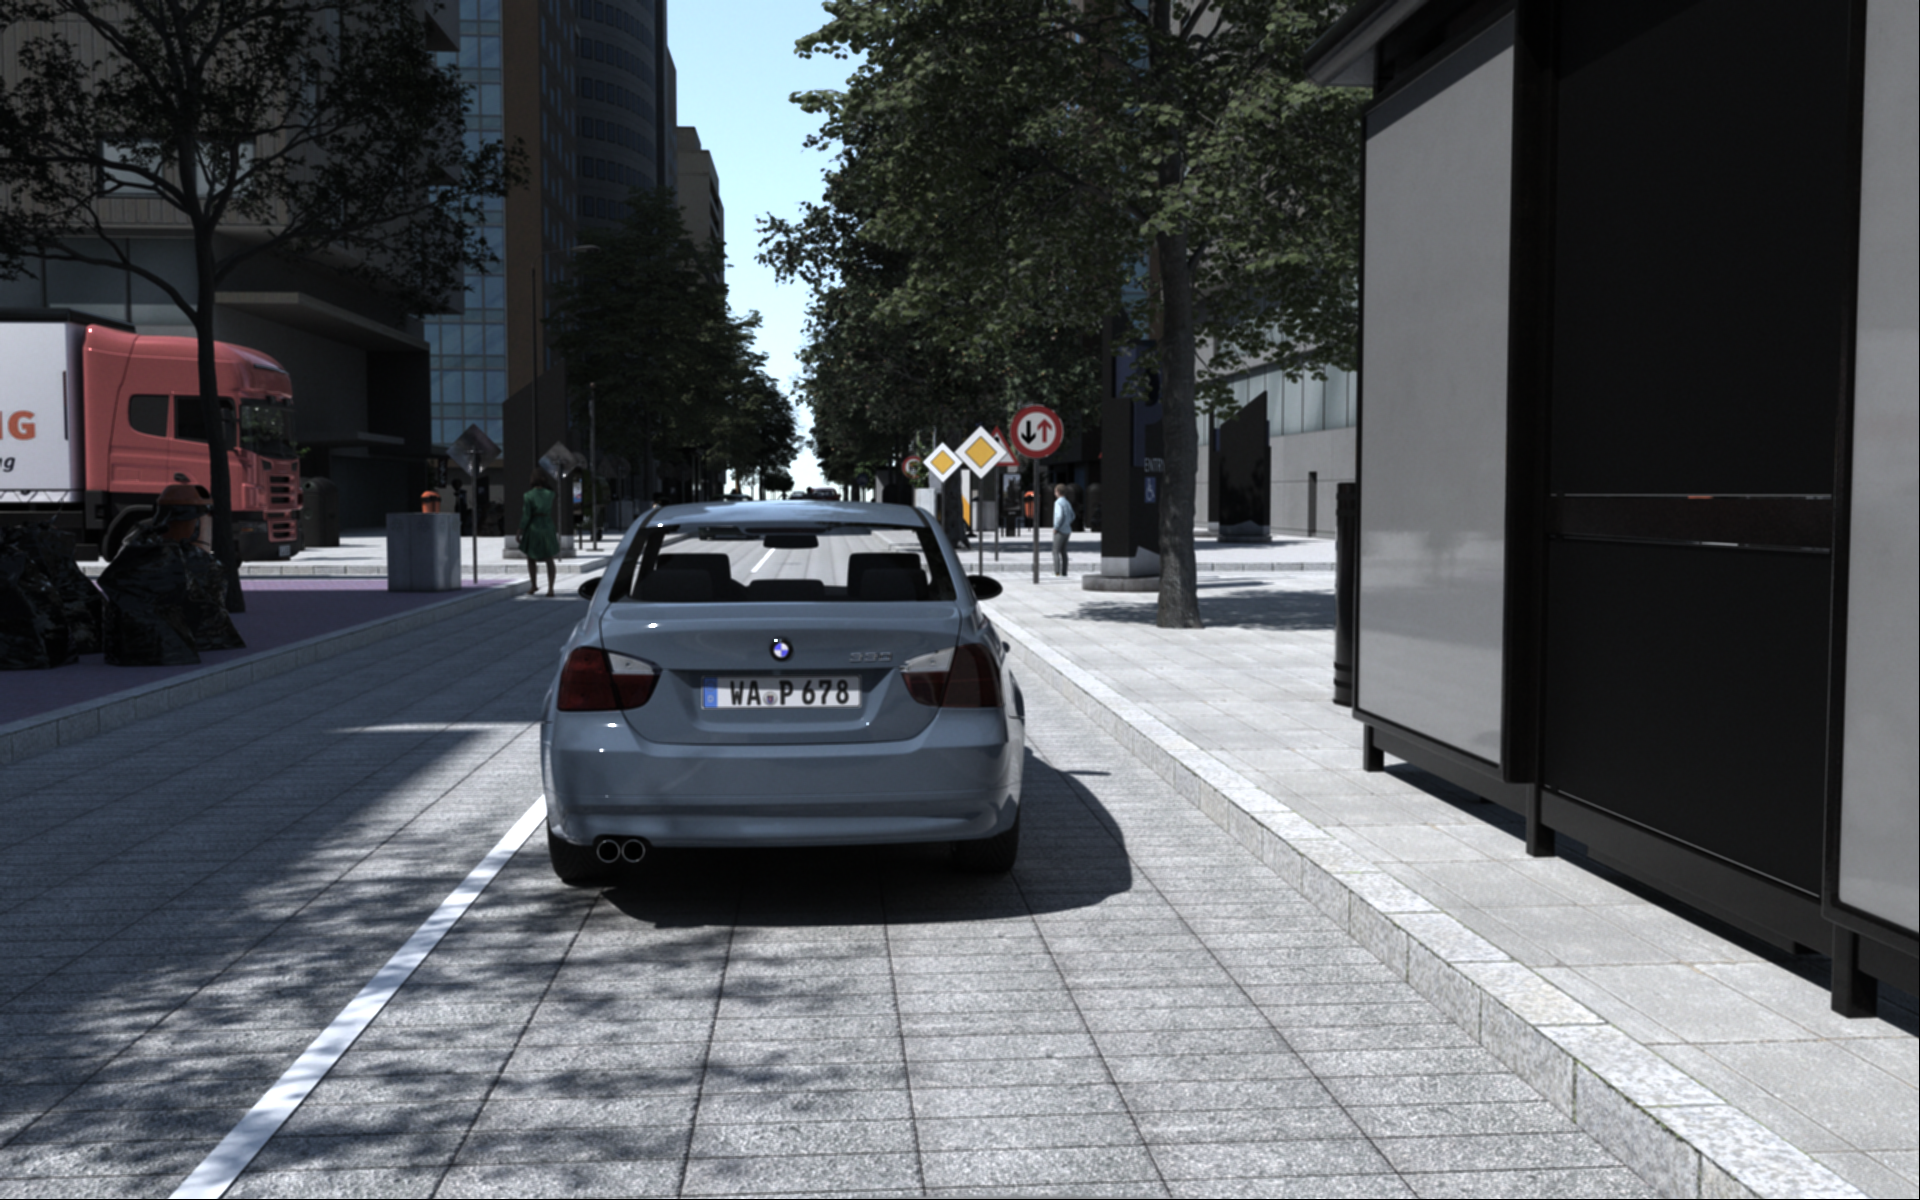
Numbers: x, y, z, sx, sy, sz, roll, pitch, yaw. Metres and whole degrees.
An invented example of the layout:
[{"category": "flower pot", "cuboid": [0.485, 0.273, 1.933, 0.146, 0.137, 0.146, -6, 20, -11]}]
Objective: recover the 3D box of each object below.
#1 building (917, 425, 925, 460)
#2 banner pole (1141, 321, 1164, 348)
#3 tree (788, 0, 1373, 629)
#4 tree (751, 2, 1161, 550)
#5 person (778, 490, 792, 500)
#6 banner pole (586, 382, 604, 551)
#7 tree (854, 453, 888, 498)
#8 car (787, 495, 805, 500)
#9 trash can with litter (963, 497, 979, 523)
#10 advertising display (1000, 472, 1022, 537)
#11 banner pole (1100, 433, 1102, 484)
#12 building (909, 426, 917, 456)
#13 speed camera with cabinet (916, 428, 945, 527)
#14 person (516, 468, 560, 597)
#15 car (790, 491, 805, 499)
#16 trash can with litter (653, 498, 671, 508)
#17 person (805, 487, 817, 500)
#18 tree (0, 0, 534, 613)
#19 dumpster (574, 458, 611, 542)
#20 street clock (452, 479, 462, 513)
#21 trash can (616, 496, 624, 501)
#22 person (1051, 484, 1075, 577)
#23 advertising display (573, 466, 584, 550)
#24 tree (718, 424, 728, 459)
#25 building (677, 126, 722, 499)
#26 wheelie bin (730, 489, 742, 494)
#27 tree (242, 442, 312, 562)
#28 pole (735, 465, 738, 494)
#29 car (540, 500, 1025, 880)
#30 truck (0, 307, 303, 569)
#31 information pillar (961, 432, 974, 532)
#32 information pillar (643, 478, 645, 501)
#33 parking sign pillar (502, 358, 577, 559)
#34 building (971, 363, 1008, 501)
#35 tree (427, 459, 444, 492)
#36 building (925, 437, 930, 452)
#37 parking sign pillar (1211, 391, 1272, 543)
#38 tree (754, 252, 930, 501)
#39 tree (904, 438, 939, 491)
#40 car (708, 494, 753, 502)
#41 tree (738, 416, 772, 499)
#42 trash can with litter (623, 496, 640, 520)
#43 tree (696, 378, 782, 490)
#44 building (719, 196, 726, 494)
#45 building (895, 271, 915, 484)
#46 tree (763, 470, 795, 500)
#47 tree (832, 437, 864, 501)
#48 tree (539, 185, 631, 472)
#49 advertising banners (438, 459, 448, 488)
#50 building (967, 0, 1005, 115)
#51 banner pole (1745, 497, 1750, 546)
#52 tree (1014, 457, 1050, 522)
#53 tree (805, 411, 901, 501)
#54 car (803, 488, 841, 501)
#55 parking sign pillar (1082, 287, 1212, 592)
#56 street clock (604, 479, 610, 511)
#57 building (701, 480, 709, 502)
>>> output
[{"category": "building", "cuboid": [1.700, -32.134, 208.981, 14.154, 41.232, 14.086, 0, 4, -5]}, {"category": "banner pole", "cuboid": [2.723, -2.124, 24.741, 0.863, 3.779, 0.401, 0, 4, -4]}, {"category": "tree", "cuboid": [1.800, -5.988, 16.037, 7.486, 12.596, 7.792, 0, 3, 0]}, {"category": "tree", "cuboid": [-0.106, -7.515, 39.873, 9.611, 12.733, 9.660, 0, 3, 0]}, {"category": "person", "cuboid": [-13.687, -7.697, 135.126, 1.217, 1.735, 0.721, 1, 4, 15]}, {"category": "banner pole", "cuboid": [-8.211, -2.977, 38.694, 0.401, 3.779, 0.863, 0, 4, -4]}, {"category": "tree", "cuboid": [-6.639, -9.105, 132.577, 4.285, 4.588, 4.351, 0, 3, 0]}, {"category": "car", "cuboid": [-16.370, -9.848, 173.594, 1.945, 1.354, 3.894, 0, 4, -4]}, {"category": "trash can with litter", "cuboid": [0.474, -4.032, 77.314, 1.055, 1.170, 0.624, -2, 4, -33]}, {"category": "advertising display", "cuboid": [1.523, -2.865, 52.063, 0.123, 1.923, 0.974, 3, 4, 37]}, {"category": "banner pole", "cuboid": [5.902, -4.994, 71.676, 0.401, 3.779, 0.863, 1, 4, 22]}, {"category": "building", "cuboid": [4.362, -37.409, 231.252, 23.786, 49.044, 30.456, 0, 4, -5]}, {"category": "speed camera with cabinet", "cuboid": [-0.719, -3.397, 49.883, 0.660, 3.252, 2.038, 1, 4, 14]}, {"category": "person", "cuboid": [-5.877, -0.946, 24.217, 0.600, 1.795, 0.529, -3, 5, -45]}, {"category": "car", "cuboid": [-20.810, -13.153, 223.717, 2.281, 1.827, 5.304, 0, 4, -6]}, {"category": "trash can with litter", "cuboid": [-9.554, -2.666, 54.971, 0.624, 1.170, 1.055, -2, 4, -24]}, {"category": "person", "cuboid": [-7.155, -4.589, 83.895, 0.716, 1.782, 0.532, 2, 4, 28]}, {"category": "tree", "cuboid": [-8.236, -5.135, 18.372, 7.601, 10.594, 8.767, -1, 4, -20]}, {"category": "dumpster", "cuboid": [-10.339, -2.721, 46.982, 1.502, 2.255, 1.985, 0, 4, -4]}, {"category": "street clock", "cuboid": [-23.988, -4.773, 82.606, 0.358, 2.002, 0.471, 2, 4, 25]}, {"category": "trash can", "cuboid": [-20.329, -5.654, 104.095, 0.748, 1.137, 0.748, 0, 3, 0]}, {"category": "person", "cuboid": [1.690, -1.138, 28.925, 0.330, 1.601, 0.589, 3, 5, 40]}, {"category": "advertising display", "cuboid": [-9.140, -2.113, 39.760, 0.974, 1.923, 0.123, -2, 4, -25]}, {"category": "tree", "cuboid": [-20.690, -16.646, 182.535, 12.009, 13.543, 11.850, 0, 3, 0]}, {"category": "building", "cuboid": [-43.341, -37.156, 231.199, 21.300, 48.544, 21.600, 0, 4, -5]}, {"category": "wheelie bin", "cuboid": [-13.782, -6.044, 106.732, 0.980, 1.594, 0.693, 2, 4, 30]}, {"category": "tree", "cuboid": [-13.546, -2.372, 33.377, 1.663, 3.219, 1.824, 0, 3, 0]}, {"category": "pole", "cuboid": [-12.853, -6.481, 99.812, 0.158, 3.312, 0.155, 0, 3, 0]}, {"category": "car", "cuboid": [-0.758, 0.259, 7.775, 2.014, 1.417, 4.499, 0, 4, -5]}, {"category": "truck", "cuboid": [-15.689, -2.340, 27.167, 11.283, 4.237, 2.839, 0, 4, -3]}, {"category": "information pillar", "cuboid": [0.229, -4.110, 58.555, 0.183, 3.616, 0.504, -3, 4, -39]}, {"category": "information pillar", "cuboid": [-14.126, -4.504, 78.140, 0.304, 2.012, 0.304, 0, 4, 1]}, {"category": "parking sign pillar", "cuboid": [-8.418, -2.819, 34.565, 1.447, 3.967, 1.447, 0, 4, 6]}, {"category": "building", "cuboid": [12.023, -49.663, 124.662, 22.319, 86.520, 31.000, 0, 4, -5]}, {"category": "tree", "cuboid": [-24.054, -5.115, 78.230, 1.663, 3.219, 1.824, 0, 3, 0]}, {"category": "building", "cuboid": [4.361, -29.727, 169.636, 14.154, 41.232, 14.086, 0, 4, -5]}, {"category": "parking sign pillar", "cuboid": [7.526, -3.501, 45.721, 1.447, 3.967, 1.447, 3, 4, 36]}, {"category": "tree", "cuboid": [-3.392, -10.692, 85.187, 12.009, 13.543, 11.850, 0, 3, 0]}, {"category": "tree", "cuboid": [-0.792, -3.610, 53.627, 1.663, 3.219, 1.824, 0, 3, 0]}, {"category": "car", "cuboid": [-7.308, -2.769, 55.065, 2.009, 1.686, 4.222, 0, 4, -3]}, {"category": "tree", "cuboid": [-18.276, -12.249, 150.626, 4.360, 8.622, 3.978, 0, 3, 0]}, {"category": "trash can with litter", "cuboid": [-16.043, -4.500, 84.963, 1.055, 1.170, 0.624, 2, 4, 33]}, {"category": "tree", "cuboid": [-16.857, -11.995, 130.537, 7.601, 10.594, 8.767, 1, 4, 10]}, {"category": "building", "cuboid": [-41.155, -36.653, 249.394, 14.600, 45.320, 14.200, 0, 4, -5]}, {"category": "building", "cuboid": [1.365, -38.760, 257.422, 21.300, 48.544, 21.600, 0, 4, -5]}, {"category": "tree", "cuboid": [-26.667, -17.115, 263.541, 4.285, 4.588, 4.351, 0, 3, 0]}, {"category": "tree", "cuboid": [-10.529, -13.670, 173.869, 4.737, 8.622, 4.395, 0, 3, 0]}, {"category": "tree", "cuboid": [-11.508, -8.898, 63.602, 7.486, 12.596, 7.792, 0, 3, 0]}, {"category": "advertising banners", "cuboid": [-24.509, -5.117, 79.855, 2.074, 3.025, 0.090, 1, 4, 13]}, {"category": "building", "cuboid": [9.551, -32.309, 151.959, 21.300, 48.544, 21.600, 0, 4, -5]}, {"category": "banner pole", "cuboid": [15.960, -2.764, 35.208, 0.401, 3.779, 0.863, 0, 4, 5]}, {"category": "tree", "cuboid": [3.243, -5.221, 79.967, 1.663, 3.219, 1.824, 0, 3, 0]}, {"category": "tree", "cuboid": [-12.244, -17.805, 197.764, 9.857, 13.997, 8.962, 0, 3, 0]}, {"category": "car", "cuboid": [-8.203, -5.795, 103.419, 2.281, 1.827, 5.304, 0, 4, -7]}, {"category": "parking sign pillar", "cuboid": [2.361, -2.122, 23.167, 1.447, 3.967, 1.447, 2, 4, 30]}, {"category": "street clock", "cuboid": [-16.990, -4.781, 82.733, 0.471, 2.002, 0.358, -2, 4, -32]}, {"category": "building", "cuboid": [-46.988, -31.584, 208.284, 32.217, 40.220, 23.993, 0, 4, -5]}]
